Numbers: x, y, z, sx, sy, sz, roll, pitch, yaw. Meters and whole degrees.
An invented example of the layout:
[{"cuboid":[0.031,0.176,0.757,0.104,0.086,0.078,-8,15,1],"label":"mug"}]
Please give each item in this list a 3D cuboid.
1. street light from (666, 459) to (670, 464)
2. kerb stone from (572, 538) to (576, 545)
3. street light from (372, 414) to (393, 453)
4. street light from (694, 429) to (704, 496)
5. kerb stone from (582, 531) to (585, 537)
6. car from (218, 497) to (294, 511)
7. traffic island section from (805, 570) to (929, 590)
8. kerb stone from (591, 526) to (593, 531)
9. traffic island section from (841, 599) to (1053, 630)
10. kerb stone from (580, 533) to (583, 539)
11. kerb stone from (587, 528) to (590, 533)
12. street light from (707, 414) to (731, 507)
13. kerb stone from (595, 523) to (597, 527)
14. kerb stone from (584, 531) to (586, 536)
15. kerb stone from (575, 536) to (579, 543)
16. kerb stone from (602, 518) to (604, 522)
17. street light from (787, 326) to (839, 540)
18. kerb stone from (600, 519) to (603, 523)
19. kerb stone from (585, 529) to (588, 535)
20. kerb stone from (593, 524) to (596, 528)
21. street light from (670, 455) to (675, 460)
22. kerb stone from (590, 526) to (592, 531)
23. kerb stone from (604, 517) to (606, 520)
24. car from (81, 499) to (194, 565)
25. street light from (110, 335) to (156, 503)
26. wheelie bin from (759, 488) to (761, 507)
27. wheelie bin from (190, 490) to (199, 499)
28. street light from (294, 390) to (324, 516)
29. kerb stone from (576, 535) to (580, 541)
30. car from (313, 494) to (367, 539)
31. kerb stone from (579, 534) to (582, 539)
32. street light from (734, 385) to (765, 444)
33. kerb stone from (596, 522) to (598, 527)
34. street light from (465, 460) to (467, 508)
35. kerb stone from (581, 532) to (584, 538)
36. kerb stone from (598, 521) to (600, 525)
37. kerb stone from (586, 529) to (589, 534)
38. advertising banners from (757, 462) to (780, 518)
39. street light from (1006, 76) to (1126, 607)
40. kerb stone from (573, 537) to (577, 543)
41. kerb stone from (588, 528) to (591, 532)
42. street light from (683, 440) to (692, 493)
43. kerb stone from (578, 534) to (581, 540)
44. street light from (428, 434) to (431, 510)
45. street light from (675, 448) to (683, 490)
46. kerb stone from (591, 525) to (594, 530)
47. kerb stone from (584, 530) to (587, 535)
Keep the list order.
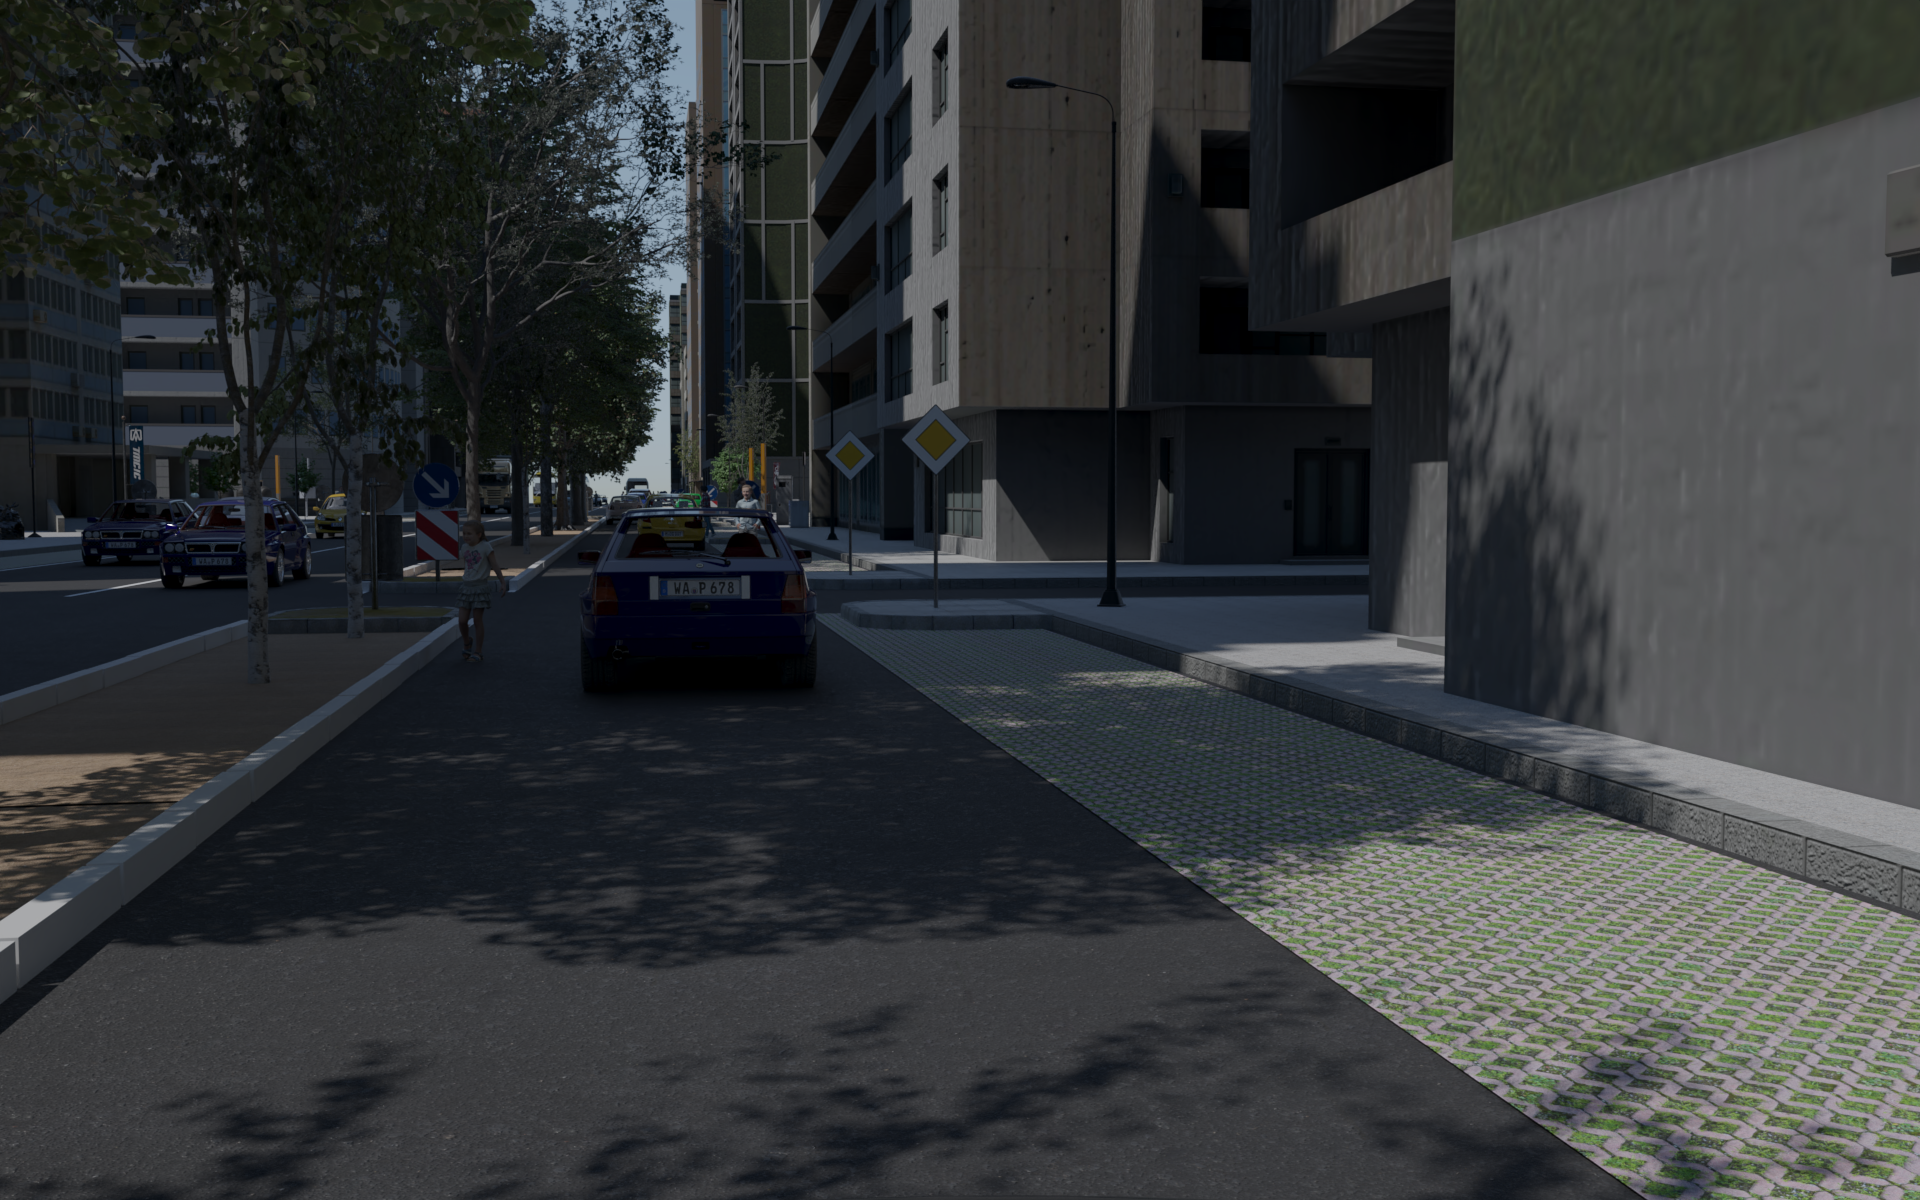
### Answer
[{"cuboid":[-38.278,-15.870,232.016,1.470,5.913,1.316,-1,4,-10],"label":"street light"},{"cuboid":[-10.654,-1.534,47.352,0.120,0.150,1.000,-1,4,-10],"label":"kerb stone"},{"cuboid":[-33.302,-7.790,99.907,1.470,5.913,1.316,-1,4,-10],"label":"street light"},{"cuboid":[-18.057,-9.230,123.452,1.470,5.913,1.316,-1,4,-10],"label":"street light"},{"cuboid":[-12.149,-2.028,55.413,0.120,0.150,1.000,-1,4,-10],"label":"kerb stone"},{"cuboid":[-18.093,-1.925,43.837,2.083,1.381,4.827,-1,4,-9],"label":"car"},{"cuboid":[-1.713,-0.313,27.404,2.009,0.180,2.903,-1,4,-10],"label":"traffic island section"},{"cuboid":[-13.832,-2.587,64.496,0.120,0.150,1.000,-1,4,-10],"label":"kerb stone"},{"cuboid":[-0.254,0.167,19.553,2.009,0.180,2.903,-1,4,-10],"label":"traffic island section"},{"cuboid":[-11.782,-1.906,53.401,0.120,0.150,1.000,-1,4,-10],"label":"kerb stone"},{"cuboid":[-13.084,-2.341,60.463,0.120,0.150,1.000,-1,4,-10],"label":"kerb stone"},{"cuboid":[-13.991,-7.863,101.099,1.470,5.913,1.316,-1,4,-10],"label":"street light"},{"cuboid":[-14.959,-2.957,70.538,0.120,0.150,1.000,-1,4,-10],"label":"kerb stone"},{"cuboid":[-12.333,-2.091,56.422,0.120,0.150,1.000,-1,4,-10],"label":"kerb stone"},{"cuboid":[-11.023,-1.662,49.365,0.120,0.150,1.000,-1,4,-10],"label":"kerb stone"},{"cuboid":[-17.393,-3.757,83.629,0.120,0.150,1.000,-1,4,-10],"label":"kerb stone"},{"cuboid":[-4.091,-4.618,48.040,1.470,5.913,1.316,-1,4,-10],"label":"street light"},{"cuboid":[-16.827,-3.573,80.607,0.120,0.150,1.000,-1,4,-10],"label":"kerb stone"},{"cuboid":[-12.711,-2.216,58.431,0.120,0.150,1.000,-1,4,-10],"label":"kerb stone"},{"cuboid":[-14.590,-2.833,68.517,0.120,0.150,1.000,-1,4,-10],"label":"kerb stone"},{"cuboid":[-33.227,-14.204,204.780,1.470,5.913,1.316,-1,4,-10],"label":"street light"},{"cuboid":[-13.650,-2.520,63.490,0.120,0.150,1.000,-1,4,-10],"label":"kerb stone"},{"cuboid":[-18.141,-4.004,87.663,0.120,0.150,1.000,-1,4,-10],"label":"kerb stone"},{"cuboid":[-16.996,-1.439,36.116,1.945,1.354,3.894,-1,4,-12],"label":"car"},{"cuboid":[-24.153,-4.773,50.581,1.470,5.913,1.316,-1,4,-10],"label":"street light"},{"cuboid":[-11.154,-5.386,95.969,0.693,1.594,0.980,2,4,34],"label":"wheelie bin"},{"cuboid":[-41.573,-5.281,94.250,0.693,1.594,0.980,-3,4,-37],"label":"wheelie bin"},{"cuboid":[-29.199,-6.428,77.634,1.470,5.913,1.316,-1,4,-10],"label":"street light"},{"cuboid":[-11.217,-1.724,50.375,0.120,0.150,1.000,-1,4,-10],"label":"kerb stone"},{"cuboid":[-20.194,-2.871,57.162,2.015,1.641,3.980,-1,4,-12],"label":"car"},{"cuboid":[-11.589,-1.847,52.392,0.120,0.150,1.000,-1,4,-10],"label":"kerb stone"},{"cuboid":[-8.959,-6.224,74.304,1.470,5.913,1.316,-1,4,-10],"label":"street light"},{"cuboid":[-15.331,-3.080,72.559,0.120,0.150,1.000,-1,4,-10],"label":"kerb stone"},{"cuboid":[-43.417,-11.104,154.097,1.470,5.913,1.316,-1,4,-10],"label":"street light"},{"cuboid":[-11.968,-1.970,54.405,0.120,0.150,1.000,-1,4,-10],"label":"kerb stone"},{"cuboid":[-15.908,-3.263,75.579,0.120,0.150,1.000,-1,4,-10],"label":"kerb stone"},{"cuboid":[-12.902,-2.278,59.450,0.120,0.150,1.000,-1,4,-10],"label":"kerb stone"},{"cuboid":[-10.491,-5.966,93.725,0.090,3.025,2.074,3,5,43],"label":"advertising banners"},{"cuboid":[1.199,-2.875,19.541,1.470,5.913,1.316,-1,4,-10],"label":"street light"},{"cuboid":[-10.837,-1.600,48.357,0.120,0.150,1.000,-1,4,-10],"label":"kerb stone"},{"cuboid":[-13.280,-2.395,61.473,0.120,0.150,1.000,-1,4,-10],"label":"kerb stone"},{"cuboid":[-22.967,-10.836,149.708,1.470,5.913,1.316,-1,4,-10],"label":"street light"},{"cuboid":[-11.400,-1.784,51.381,0.120,0.150,1.000,-1,4,-10],"label":"kerb stone"},{"cuboid":[-38.362,-9.441,126.907,1.470,5.913,1.316,-1,4,-10],"label":"street light"},{"cuboid":[-27.954,-12.473,176.469,1.470,5.913,1.316,-1,4,-10],"label":"street light"},{"cuboid":[-14.023,-2.647,65.500,0.120,0.150,1.000,-1,4,-10],"label":"kerb stone"},{"cuboid":[-12.524,-2.154,57.426,0.120,0.150,1.000,-1,4,-10],"label":"kerb stone"}]
